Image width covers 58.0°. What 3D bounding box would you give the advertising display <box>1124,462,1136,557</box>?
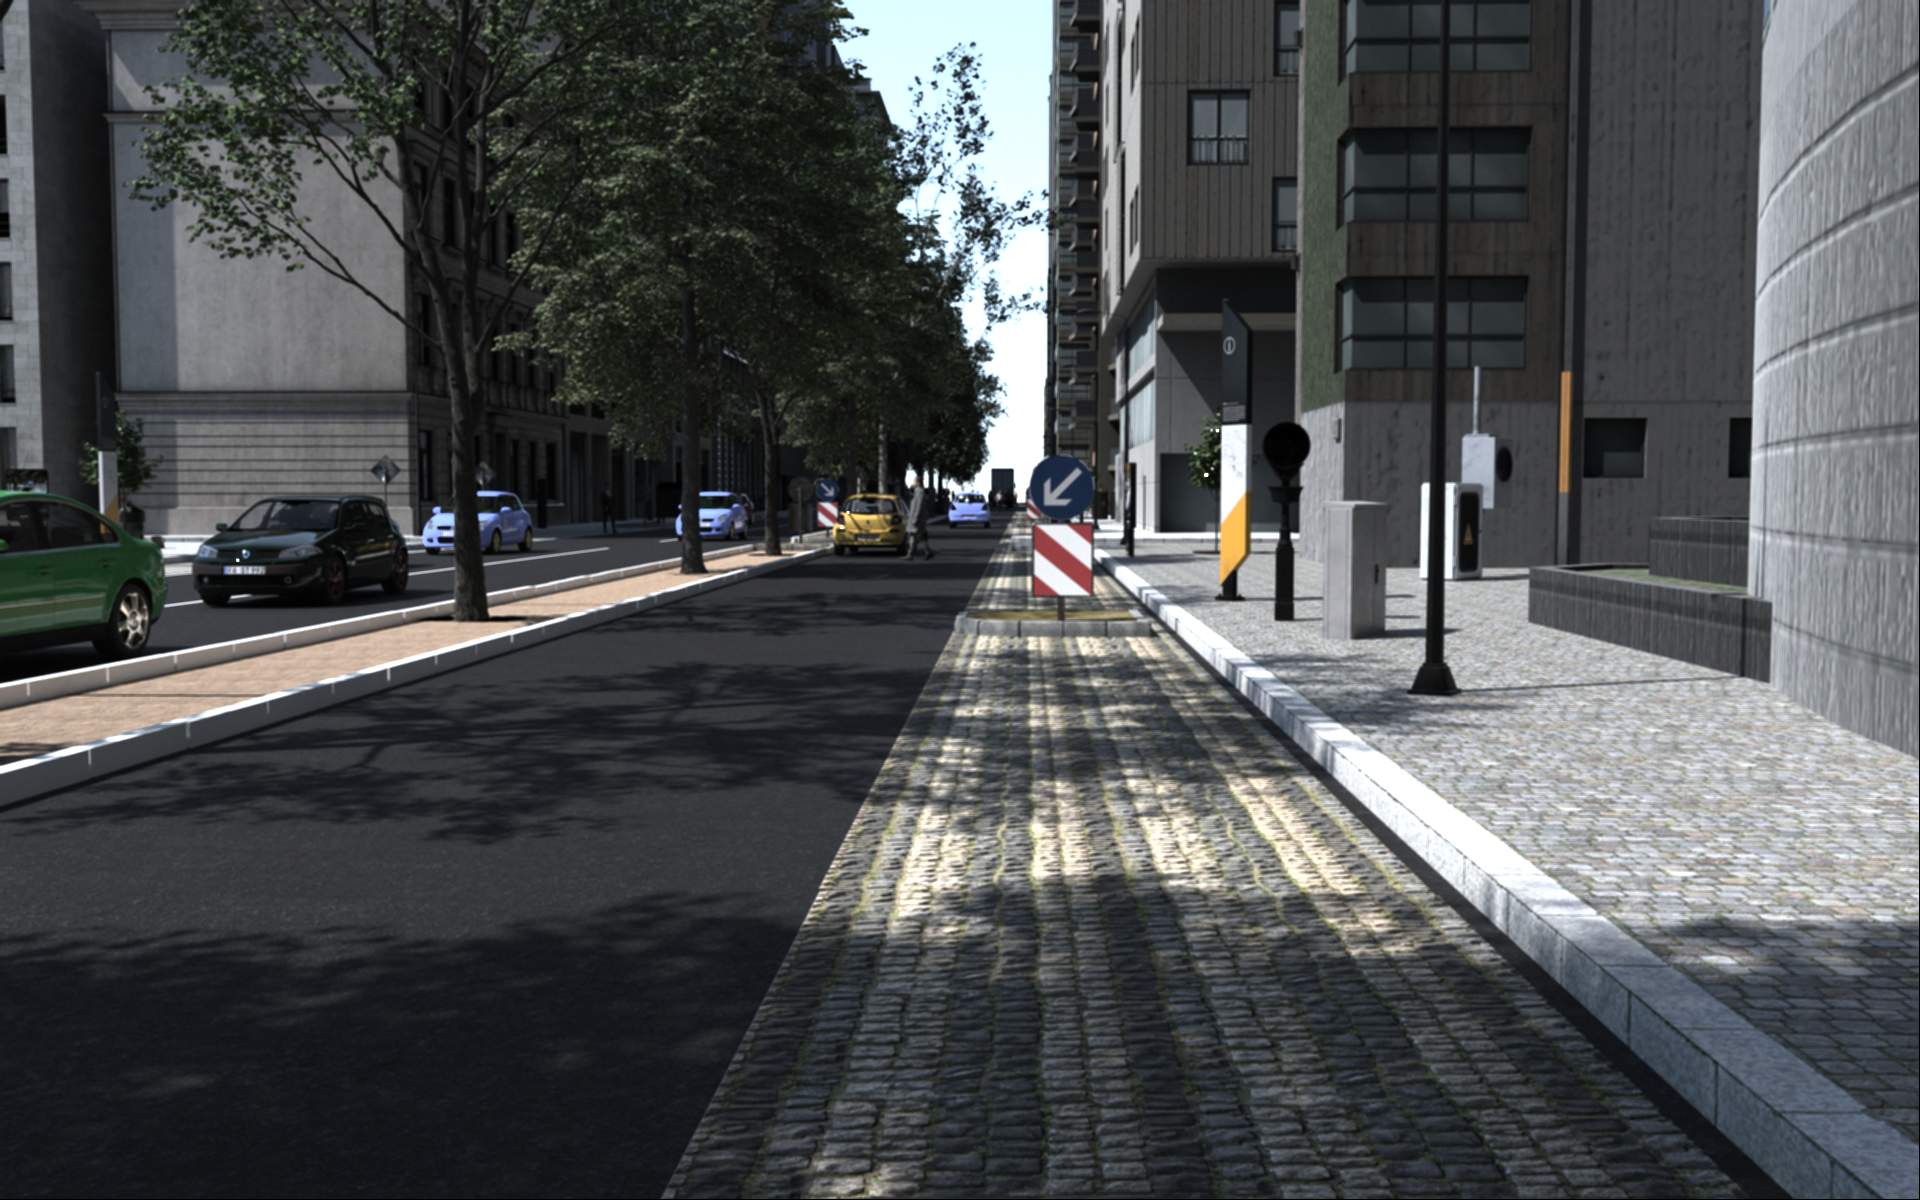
[{"bbox_3d":[3.518,-1.870,35.786,0.123,1.923,0.974,0,4,-2],"label":"advertising display"}]

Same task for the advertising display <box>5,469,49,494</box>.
[{"bbox_3d":[-23.979,-2.405,44.543,0.974,1.923,0.123,-2,4,-29],"label":"advertising display"}]

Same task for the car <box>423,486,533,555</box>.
[{"bbox_3d":[-11.708,-1.990,42.121,1.945,1.707,3.694,0,4,4],"label":"car"}]

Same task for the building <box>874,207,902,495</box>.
[{"bbox_3d":[-19.882,-36.625,253.448,22.147,44.769,28.867,0,4,2],"label":"building"}]

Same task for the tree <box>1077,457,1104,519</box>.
[{"bbox_3d":[6.446,-5.812,89.622,1.663,3.219,1.824,0,3,0],"label":"tree"}]

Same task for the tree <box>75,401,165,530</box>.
[{"bbox_3d":[-17.231,-2.526,35.897,1.663,3.219,1.824,0,3,0],"label":"tree"}]

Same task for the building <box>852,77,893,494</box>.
[{"bbox_3d":[-23.494,-38.850,224.439,28.713,52.752,27.495,0,4,2],"label":"building"}]

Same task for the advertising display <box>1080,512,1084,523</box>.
[{"bbox_3d":[4.441,-3.547,63.215,0.123,1.923,0.974,0,3,0],"label":"advertising display"}]

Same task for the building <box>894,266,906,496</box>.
[{"bbox_3d":[-16.105,-36.213,275.684,14.154,41.232,14.086,0,4,2],"label":"building"}]

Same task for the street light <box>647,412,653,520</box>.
[{"bbox_3d":[-14.642,-6.859,84.689,1.470,5.913,1.316,0,4,2],"label":"street light"}]

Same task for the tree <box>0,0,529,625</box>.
[{"bbox_3d":[-5.599,-5.568,19.248,9.928,11.665,9.643,0,3,0],"label":"tree"}]

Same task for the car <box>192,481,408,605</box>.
[{"bbox_3d":[-8.920,-0.848,23.656,2.009,1.686,4.222,0,4,0],"label":"car"}]

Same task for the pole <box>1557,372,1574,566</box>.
[{"bbox_3d":[10.134,-2.149,28.983,0.158,3.312,0.155,0,3,0],"label":"pole"}]

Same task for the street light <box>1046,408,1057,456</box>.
[{"bbox_3d":[5.577,-7.433,94.066,1.470,5.913,1.316,0,4,2],"label":"street light"}]

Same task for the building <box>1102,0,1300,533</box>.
[{"bbox_3d":[19.064,-29.165,66.085,27.495,52.752,28.713,0,4,2],"label":"building"}]

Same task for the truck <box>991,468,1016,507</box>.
[{"bbox_3d":[4.798,-12.474,192.864,2.839,4.237,11.283,0,4,2],"label":"truck"}]

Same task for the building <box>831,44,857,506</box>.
[{"bbox_3d":[-22.423,-34.074,180.815,21.300,48.544,21.600,0,4,2],"label":"building"}]

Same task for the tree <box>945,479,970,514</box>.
[{"bbox_3d":[-0.906,-10.558,125.437,4.360,8.622,3.978,0,3,0],"label":"tree"}]

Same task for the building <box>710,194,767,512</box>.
[{"bbox_3d":[-19.547,-17.652,117.488,11.050,23.489,19.941,0,4,2],"label":"building"}]

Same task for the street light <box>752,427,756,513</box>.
[{"bbox_3d":[-13.457,-8.828,116.884,1.470,5.913,1.316,0,4,2],"label":"street light"}]

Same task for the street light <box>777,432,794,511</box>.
[{"bbox_3d":[-12.976,-9.556,128.783,1.470,5.913,1.316,0,4,2],"label":"street light"}]

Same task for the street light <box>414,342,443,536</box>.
[{"bbox_3d":[-15.895,-4.890,52.496,1.470,5.913,1.316,0,4,2],"label":"street light"}]

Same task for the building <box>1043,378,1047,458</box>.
[{"bbox_3d":[27.020,-26.086,271.549,27.650,21.520,28.899,0,4,2],"label":"building"}]

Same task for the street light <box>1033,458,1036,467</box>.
[{"bbox_3d":[9.615,-14.079,202.734,1.470,5.913,1.316,0,4,2],"label":"street light"}]

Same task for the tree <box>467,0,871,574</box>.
[{"bbox_3d":[-4.720,-6.713,30.334,7.486,12.596,7.792,0,3,0],"label":"tree"}]

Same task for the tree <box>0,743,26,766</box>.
[{"bbox_3d":[-5.729,-4.933,8.865,9.928,11.665,9.643,0,3,0],"label":"tree"}]

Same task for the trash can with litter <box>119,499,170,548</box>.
[{"bbox_3d":[-19.238,-1.801,40.838,1.055,1.170,0.624,-2,4,-27],"label":"trash can with litter"}]

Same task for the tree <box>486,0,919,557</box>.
[{"bbox_3d":[-4.419,-6.821,39.740,9.928,11.665,9.643,0,3,0],"label":"tree"}]

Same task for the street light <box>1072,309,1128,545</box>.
[{"bbox_3d":[3.656,-4.350,43.669,1.470,5.913,1.316,0,4,2],"label":"street light"}]

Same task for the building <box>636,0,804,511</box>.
[{"bbox_3d":[-19.945,-29.613,134.291,14.600,45.320,14.200,0,4,2],"label":"building"}]

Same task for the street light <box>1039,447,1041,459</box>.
[{"bbox_3d":[7.230,-10.130,138.161,1.470,5.913,1.316,0,4,2],"label":"street light"}]

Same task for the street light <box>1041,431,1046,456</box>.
[{"bbox_3d":[6.850,-9.432,126.755,1.470,5.913,1.316,0,4,2],"label":"street light"}]

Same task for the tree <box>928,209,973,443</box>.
[{"bbox_3d":[-3.462,-8.289,56.106,7.486,12.596,7.792,0,3,0],"label":"tree"}]

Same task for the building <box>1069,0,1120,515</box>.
[{"bbox_3d":[18.284,-27.935,111.369,22.147,44.769,28.867,0,4,2],"label":"building"}]

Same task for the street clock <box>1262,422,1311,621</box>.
[{"bbox_3d":[3.290,-0.792,17.519,0.471,2.002,0.358,0,4,8],"label":"street clock"}]

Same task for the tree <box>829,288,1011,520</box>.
[{"bbox_3d":[-2.123,-10.626,93.199,9.611,12.733,9.660,0,3,0],"label":"tree"}]

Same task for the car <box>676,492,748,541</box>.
[{"bbox_3d":[-7.720,-2.717,54.011,1.945,1.707,3.694,0,4,3],"label":"car"}]

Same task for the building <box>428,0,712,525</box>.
[{"bbox_3d":[-25.476,-17.415,89.248,19.350,26.468,34.151,0,4,2],"label":"building"}]

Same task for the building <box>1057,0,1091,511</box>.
[{"bbox_3d":[14.656,-27.686,136.266,14.154,41.232,14.086,0,4,2],"label":"building"}]

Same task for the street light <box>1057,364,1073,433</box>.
[{"bbox_3d":[4.319,-5.464,61.873,1.470,5.913,1.316,0,4,2],"label":"street light"}]

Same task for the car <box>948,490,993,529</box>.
[{"bbox_3d":[0.431,-3.900,73.362,1.945,1.707,3.694,0,4,2],"label":"car"}]

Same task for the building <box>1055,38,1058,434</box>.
[{"bbox_3d":[19.983,-32.954,158.413,23.786,49.044,30.456,0,4,2],"label":"building"}]

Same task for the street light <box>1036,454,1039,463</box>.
[{"bbox_3d":[8.456,-12.099,170.355,1.470,5.913,1.316,0,4,2],"label":"street light"}]

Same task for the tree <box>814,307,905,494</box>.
[{"bbox_3d":[-3.683,-6.705,62.439,4.737,8.622,4.395,0,3,0],"label":"tree"}]

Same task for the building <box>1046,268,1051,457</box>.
[{"bbox_3d":[18.095,-27.522,221.687,14.160,30.474,14.107,0,4,2],"label":"building"}]

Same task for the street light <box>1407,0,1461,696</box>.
[{"bbox_3d":[2.521,-2.354,11.033,1.470,5.913,1.316,0,4,2],"label":"street light"}]

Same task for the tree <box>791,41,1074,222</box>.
[{"bbox_3d":[-2.057,-13.053,71.755,12.611,20.169,13.585,0,3,0],"label":"tree"}]

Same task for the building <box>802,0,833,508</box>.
[{"bbox_3d":[-23.496,-37.505,155.202,21.231,58.520,28.212,0,4,2],"label":"building"}]

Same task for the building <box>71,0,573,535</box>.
[{"bbox_3d":[-21.319,-12.092,62.331,10.561,19.102,19.286,0,4,2],"label":"building"}]

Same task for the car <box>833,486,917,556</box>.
[{"bbox_3d":[-1.987,-1.923,41.669,2.015,1.641,3.980,0,4,4],"label":"car"}]

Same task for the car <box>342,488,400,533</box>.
[{"bbox_3d":[-12.050,-1.418,32.979,2.009,1.686,4.222,0,4,1],"label":"car"}]

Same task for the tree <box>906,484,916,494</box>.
[{"bbox_3d":[-8.891,-17.922,287.624,1.663,3.219,1.824,0,3,0],"label":"tree"}]

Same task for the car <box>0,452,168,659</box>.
[{"bbox_3d":[-8.120,-0.301,13.721,1.959,1.807,4.718,0,4,2],"label":"car"}]

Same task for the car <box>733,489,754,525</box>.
[{"bbox_3d":[-10.602,-4.306,79.450,2.155,1.783,4.494,0,4,3],"label":"car"}]

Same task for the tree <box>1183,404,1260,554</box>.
[{"bbox_3d":[5.658,-2.610,37.279,1.663,3.219,1.824,0,3,0],"label":"tree"}]

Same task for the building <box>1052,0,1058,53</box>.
[{"bbox_3d":[20.396,-39.475,187.408,21.231,58.520,28.212,0,4,2],"label":"building"}]
